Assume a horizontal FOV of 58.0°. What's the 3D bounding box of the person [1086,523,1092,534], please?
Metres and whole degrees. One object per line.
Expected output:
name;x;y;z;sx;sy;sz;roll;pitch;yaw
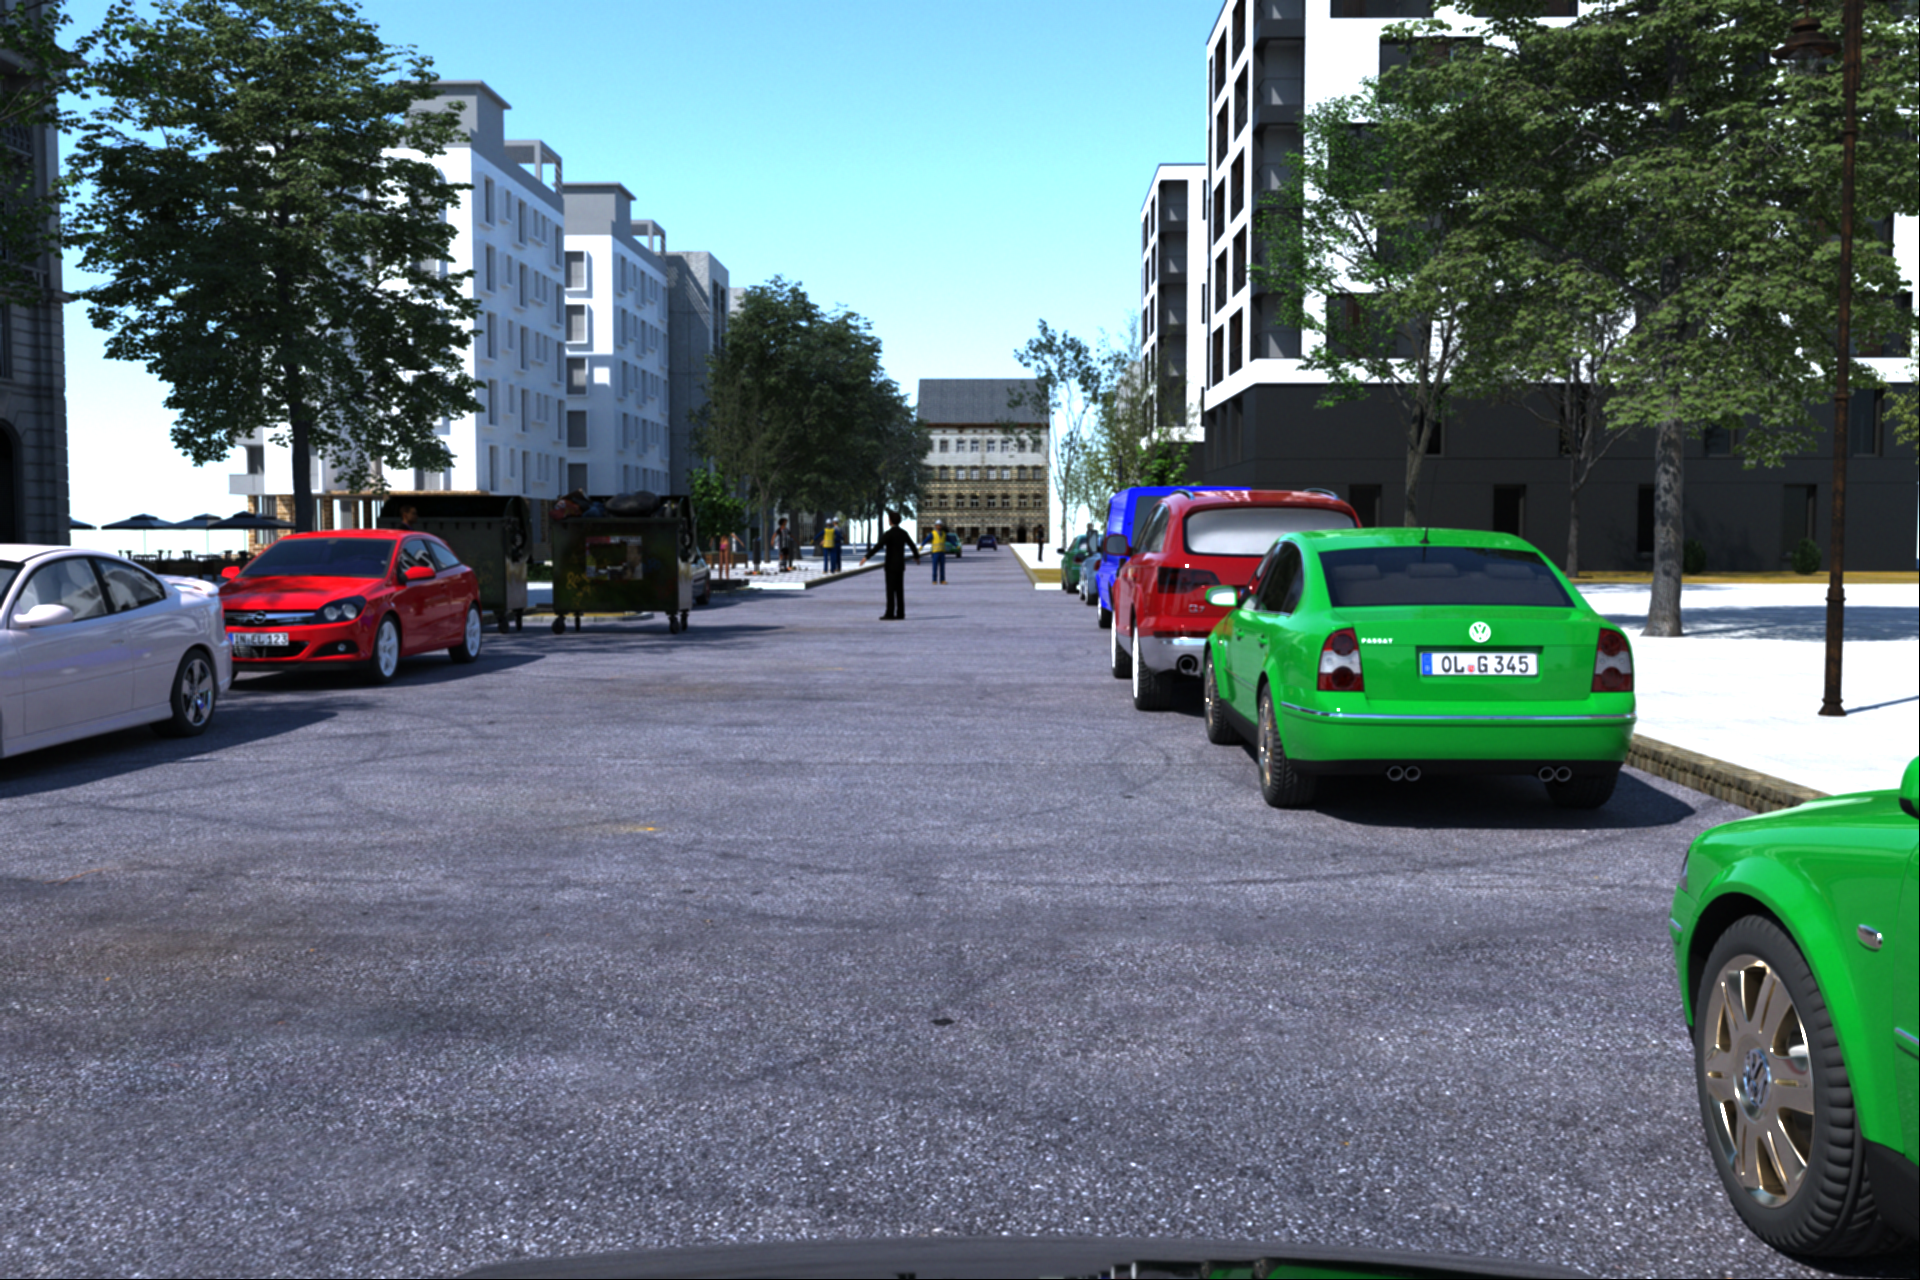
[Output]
person;5.961;-4.539;80.334;0.705;1.813;1.348;2;4;23

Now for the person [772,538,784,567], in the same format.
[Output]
person;-7.103;-3.614;68.350;0.599;1.433;0.991;2;4;30

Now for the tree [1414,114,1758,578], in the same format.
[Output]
tree;18.014;-8.549;50.148;12.009;13.543;11.850;0;3;0

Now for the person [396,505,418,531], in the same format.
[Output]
person;-7.009;-0.821;22.106;0.704;1.802;1.346;0;4;-3

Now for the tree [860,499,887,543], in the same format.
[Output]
tree;-13.844;-19.368;242.426;9.928;11.665;9.643;0;3;0

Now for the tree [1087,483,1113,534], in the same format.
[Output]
tree;19.638;-17.694;239.656;4.737;8.622;4.395;0;3;0

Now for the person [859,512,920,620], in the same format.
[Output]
person;-1.115;-1.242;28.950;0.705;1.806;1.347;3;5;44

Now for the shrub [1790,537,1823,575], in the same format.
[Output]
shrub;26.529;-2.642;54.306;1.383;1.207;1.383;0;3;0

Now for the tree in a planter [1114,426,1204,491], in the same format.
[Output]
tree in a planter;3.383;-1.931;28.802;1.991;3.239;1.994;0;4;2

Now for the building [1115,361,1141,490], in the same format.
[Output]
building;25.961;-19.529;185.754;16.747;18.905;31.486;0;4;2

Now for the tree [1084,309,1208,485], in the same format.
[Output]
tree;6.168;-6.494;56.539;4.360;8.622;3.978;0;3;0

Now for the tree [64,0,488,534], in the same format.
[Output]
tree;-12.864;-6.993;32.455;7.486;12.596;7.792;0;3;0

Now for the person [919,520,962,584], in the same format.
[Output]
person;-0.595;-2.515;49.546;1.349;1.833;0.705;-2;4;-25

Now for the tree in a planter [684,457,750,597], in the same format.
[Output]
tree in a planter;-5.965;-2.631;40.246;1.991;3.239;1.994;0;4;2

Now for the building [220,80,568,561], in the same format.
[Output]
building;-24.862;-13.292;73.738;16.016;20.090;11.380;0;4;1

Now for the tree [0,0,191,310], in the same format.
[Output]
tree;-11.832;-5.638;17.943;9.928;11.665;9.643;0;3;0

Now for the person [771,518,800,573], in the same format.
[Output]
person;-5.875;-3.166;57.906;0.704;1.843;1.345;3;4;38

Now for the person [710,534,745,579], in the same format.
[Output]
person;-6.276;-2.432;46.564;1.217;1.733;0.721;2;4;33

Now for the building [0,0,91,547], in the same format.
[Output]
building;-31.122;-11.981;36.546;13.314;22.015;24.055;0;4;2

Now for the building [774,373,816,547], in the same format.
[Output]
building;-25.193;-21.507;182.569;19.493;23.208;18.063;0;4;2

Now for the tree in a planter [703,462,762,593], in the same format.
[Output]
tree in a planter;-5.958;-2.789;42.829;1.991;3.239;1.994;0;4;2

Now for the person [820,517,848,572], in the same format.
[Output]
person;-4.215;-3.232;58.704;0.705;1.847;1.347;3;4;37

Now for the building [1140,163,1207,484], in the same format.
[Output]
building;25.444;-16.376;111.725;27.936;21.610;32.646;0;4;2

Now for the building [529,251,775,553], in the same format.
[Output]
building;-23.720;-15.771;124.307;16.747;18.905;31.486;0;4;1

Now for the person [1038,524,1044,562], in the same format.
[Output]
person;3.809;-4.489;80.115;0.721;1.740;1.216;0;4;1

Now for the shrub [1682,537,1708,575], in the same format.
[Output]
shrub;22.837;-2.626;54.046;1.383;1.207;1.383;0;3;0

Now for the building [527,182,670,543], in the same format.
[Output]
building;-23.280;-14.566;94.566;16.016;20.090;11.380;0;4;1

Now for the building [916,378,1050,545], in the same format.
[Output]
building;3.293;-25.045;242.871;18.063;23.208;19.493;0;4;1

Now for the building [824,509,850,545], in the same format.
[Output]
building;-23.462;-23.130;209.107;19.493;23.208;18.063;0;4;2

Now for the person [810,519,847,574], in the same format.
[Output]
person;-4.275;-3.050;56.335;1.216;1.772;0.721;-1;4;-16

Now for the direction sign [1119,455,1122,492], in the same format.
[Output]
direction sign;4.612;-3.538;49.842;0.379;3.537;0.876;0;4;1

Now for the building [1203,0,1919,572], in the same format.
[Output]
building;24.228;-14.103;74.554;27.936;21.610;32.646;0;4;1

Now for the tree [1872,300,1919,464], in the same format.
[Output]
tree;28.085;-6.044;49.189;4.737;8.622;4.395;0;3;0
